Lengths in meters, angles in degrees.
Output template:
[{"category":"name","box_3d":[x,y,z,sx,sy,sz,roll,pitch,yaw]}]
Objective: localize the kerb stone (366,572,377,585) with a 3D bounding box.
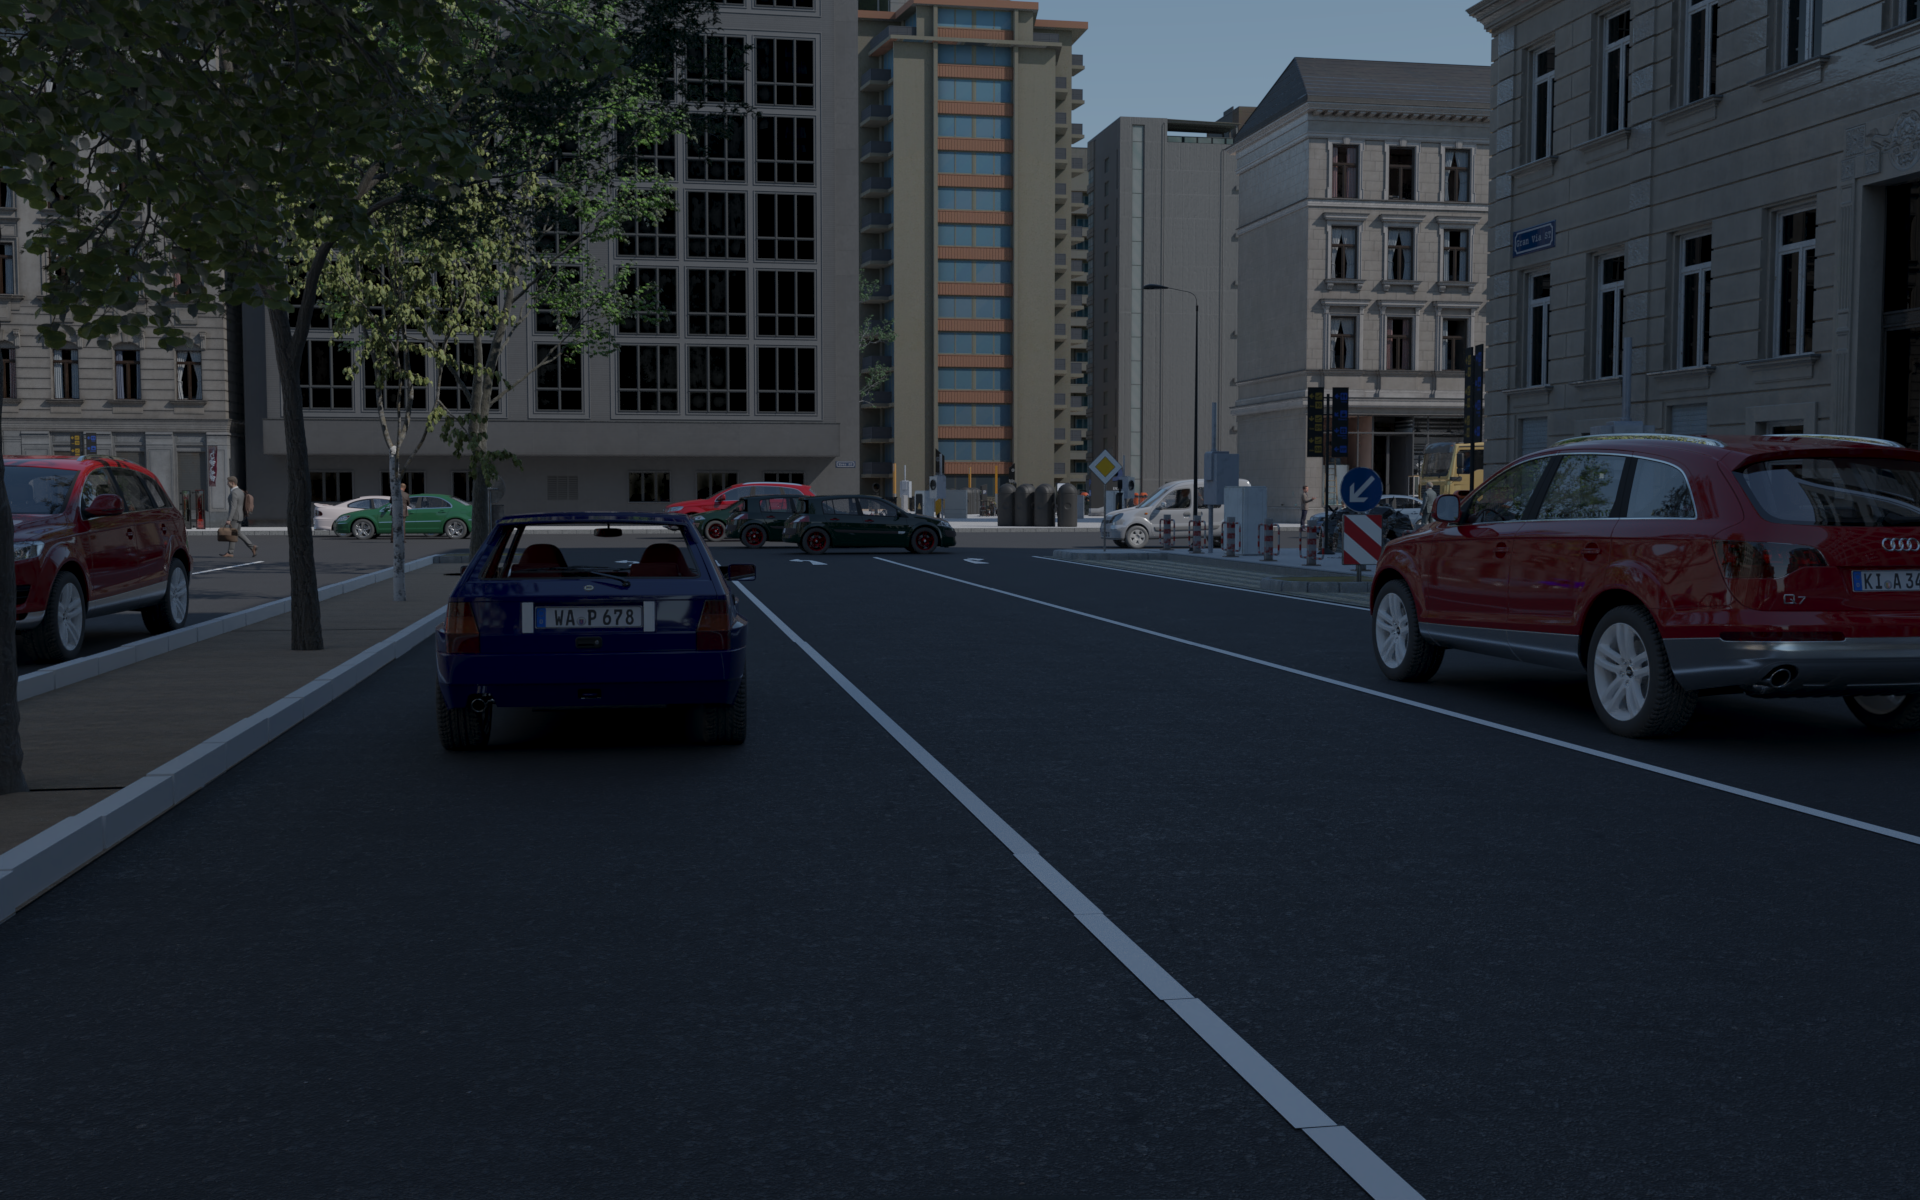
[{"category":"kerb stone","box_3d":[-9.357,-0.311,27.286,0.120,0.150,1.000,-1,4,-10]}]

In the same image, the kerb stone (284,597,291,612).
[{"category":"kerb stone","box_3d":[-8.234,0.060,21.221,0.120,0.150,1.000,-1,4,-10]}]

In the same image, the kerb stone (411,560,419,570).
[{"category":"kerb stone","box_3d":[-10.274,-0.615,32.350,0.120,0.150,1.000,-1,4,-10]}]

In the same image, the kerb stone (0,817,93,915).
[{"category":"kerb stone","box_3d":[-3.392,0.965,6.411,0.120,0.150,1.000,-1,4,-10]}]

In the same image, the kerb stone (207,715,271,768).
[{"category":"kerb stone","box_3d":[-3.944,0.780,9.444,0.120,0.150,1.000,-1,4,-10]}]

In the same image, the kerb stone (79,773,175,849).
[{"category":"kerb stone","box_3d":[-3.573,0.910,7.424,0.120,0.150,1.000,-1,4,-10]}]

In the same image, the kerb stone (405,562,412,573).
[{"category":"kerb stone","box_3d":[-10.092,-0.555,31.330,0.120,0.150,1.000,-1,4,-10]}]

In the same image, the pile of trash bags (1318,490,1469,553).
[{"category":"pile of trash bags","box_3d":[9.764,-1.762,38.553,3.447,1.369,1.912,0,4,5]}]

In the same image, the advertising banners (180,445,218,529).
[{"category":"advertising banners","box_3d":[-27.591,-4.075,62.821,2.074,3.025,0.090,2,4,29]}]

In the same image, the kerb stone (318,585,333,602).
[{"category":"kerb stone","box_3d":[-8.600,-0.064,23.246,0.120,0.150,1.000,-1,4,-10]}]

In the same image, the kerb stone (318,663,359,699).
[{"category":"kerb stone","box_3d":[-4.496,0.594,12.481,0.120,0.150,1.000,-1,4,-10]}]

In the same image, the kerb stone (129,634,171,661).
[{"category":"kerb stone","box_3d":[-7.124,0.431,15.143,0.120,0.150,1.000,-1,4,-10]}]

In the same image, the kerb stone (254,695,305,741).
[{"category":"kerb stone","box_3d":[-4.130,0.725,10.462,0.120,0.150,1.000,-1,4,-10]}]

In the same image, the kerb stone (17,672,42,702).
[{"category":"kerb stone","box_3d":[-6.562,0.623,12.099,0.120,0.150,1.000,-1,4,-10]}]

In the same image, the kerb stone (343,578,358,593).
[{"category":"kerb stone","box_3d":[-8.970,-0.188,25.270,0.120,0.150,1.000,-1,4,-10]}]

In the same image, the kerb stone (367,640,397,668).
[{"category":"kerb stone","box_3d":[-4.875,0.470,14.514,0.120,0.150,1.000,-1,4,-10]}]

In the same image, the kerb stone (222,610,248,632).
[{"category":"kerb stone","box_3d":[-7.679,0.245,18.185,0.120,0.150,1.000,-1,4,-10]}]

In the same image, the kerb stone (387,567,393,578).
[{"category":"kerb stone","box_3d":[-9.719,-0.435,29.312,0.120,0.150,1.000,-1,4,-10]}]

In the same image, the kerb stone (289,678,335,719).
[{"category":"kerb stone","box_3d":[-4.312,0.661,11.473,0.120,0.150,1.000,-1,4,-10]}]

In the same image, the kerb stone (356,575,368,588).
[{"category":"kerb stone","box_3d":[-9.160,-0.250,26.278,0.120,0.150,1.000,-1,4,-10]}]

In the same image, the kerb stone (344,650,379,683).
[{"category":"kerb stone","box_3d":[-4.684,0.532,13.498,0.120,0.150,1.000,-1,4,-10]}]

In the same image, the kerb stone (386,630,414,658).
[{"category":"kerb stone","box_3d":[-5.051,0.407,15.535,0.120,0.150,1.000,-1,4,-10]}]

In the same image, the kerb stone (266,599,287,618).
[{"category":"kerb stone","box_3d":[-8.054,0.121,20.211,0.120,0.150,1.000,-1,4,-10]}]

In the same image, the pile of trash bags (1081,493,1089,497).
[{"category":"pile of trash bags","box_3d":[9.288,-7.178,127.109,3.447,1.369,1.912,1,4,11]}]

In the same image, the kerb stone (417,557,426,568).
[{"category":"kerb stone","box_3d":[-10.456,-0.682,33.361,0.120,0.150,1.000,-1,4,-10]}]

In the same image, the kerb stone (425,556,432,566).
[{"category":"kerb stone","box_3d":[-10.650,-0.744,34.368,0.120,0.150,1.000,-1,4,-10]}]

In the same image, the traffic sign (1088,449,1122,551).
[{"category":"traffic sign","box_3d":[3.230,-2.142,38.659,0.795,2.450,0.064,-1,4,-10]}]

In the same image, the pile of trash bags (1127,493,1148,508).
[{"category":"pile of trash bags","box_3d":[13.352,-7.354,129.991,1.912,1.369,3.447,1,4,10]}]

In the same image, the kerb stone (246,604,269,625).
[{"category":"kerb stone","box_3d":[-7.861,0.184,19.197,0.120,0.150,1.000,-1,4,-10]}]

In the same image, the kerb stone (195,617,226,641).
[{"category":"kerb stone","box_3d":[-7.493,0.309,17.177,0.120,0.150,1.000,-1,4,-10]}]

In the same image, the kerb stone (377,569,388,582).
[{"category":"kerb stone","box_3d":[-9.531,-0.374,28.304,0.120,0.150,1.000,-1,4,-10]}]

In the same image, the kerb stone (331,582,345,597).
[{"category":"kerb stone","box_3d":[-8.800,-0.126,24.259,0.120,0.150,1.000,-1,4,-10]}]

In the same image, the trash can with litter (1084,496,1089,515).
[{"category":"trash can with litter","box_3d":[7.826,-5.653,103.820,1.055,1.170,0.624,-2,4,-33]}]

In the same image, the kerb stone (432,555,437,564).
[{"category":"kerb stone","box_3d":[-10.838,-0.806,35.381,0.120,0.150,1.000,-1,4,-10]}]

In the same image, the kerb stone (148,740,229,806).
[{"category":"kerb stone","box_3d":[-3.755,0.842,8.433,0.120,0.150,1.000,-1,4,-10]}]

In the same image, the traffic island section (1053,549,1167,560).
[{"category":"traffic island section","box_3d":[3.252,-1.007,38.740,2.009,0.180,2.903,-1,4,-10]}]

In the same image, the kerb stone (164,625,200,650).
[{"category":"kerb stone","box_3d":[-7.314,0.371,16.166,0.120,0.150,1.000,-1,4,-10]}]

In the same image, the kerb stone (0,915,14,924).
[{"category":"kerb stone","box_3d":[-3.190,1.027,5.400,0.120,0.150,1.000,-1,4,-10]}]

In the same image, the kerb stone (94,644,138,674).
[{"category":"kerb stone","box_3d":[-6.935,0.500,14.131,0.120,0.150,1.000,-1,4,-10]}]

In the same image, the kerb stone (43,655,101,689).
[{"category":"kerb stone","box_3d":[-6.746,0.555,13.115,0.120,0.150,1.000,-1,4,-10]}]
